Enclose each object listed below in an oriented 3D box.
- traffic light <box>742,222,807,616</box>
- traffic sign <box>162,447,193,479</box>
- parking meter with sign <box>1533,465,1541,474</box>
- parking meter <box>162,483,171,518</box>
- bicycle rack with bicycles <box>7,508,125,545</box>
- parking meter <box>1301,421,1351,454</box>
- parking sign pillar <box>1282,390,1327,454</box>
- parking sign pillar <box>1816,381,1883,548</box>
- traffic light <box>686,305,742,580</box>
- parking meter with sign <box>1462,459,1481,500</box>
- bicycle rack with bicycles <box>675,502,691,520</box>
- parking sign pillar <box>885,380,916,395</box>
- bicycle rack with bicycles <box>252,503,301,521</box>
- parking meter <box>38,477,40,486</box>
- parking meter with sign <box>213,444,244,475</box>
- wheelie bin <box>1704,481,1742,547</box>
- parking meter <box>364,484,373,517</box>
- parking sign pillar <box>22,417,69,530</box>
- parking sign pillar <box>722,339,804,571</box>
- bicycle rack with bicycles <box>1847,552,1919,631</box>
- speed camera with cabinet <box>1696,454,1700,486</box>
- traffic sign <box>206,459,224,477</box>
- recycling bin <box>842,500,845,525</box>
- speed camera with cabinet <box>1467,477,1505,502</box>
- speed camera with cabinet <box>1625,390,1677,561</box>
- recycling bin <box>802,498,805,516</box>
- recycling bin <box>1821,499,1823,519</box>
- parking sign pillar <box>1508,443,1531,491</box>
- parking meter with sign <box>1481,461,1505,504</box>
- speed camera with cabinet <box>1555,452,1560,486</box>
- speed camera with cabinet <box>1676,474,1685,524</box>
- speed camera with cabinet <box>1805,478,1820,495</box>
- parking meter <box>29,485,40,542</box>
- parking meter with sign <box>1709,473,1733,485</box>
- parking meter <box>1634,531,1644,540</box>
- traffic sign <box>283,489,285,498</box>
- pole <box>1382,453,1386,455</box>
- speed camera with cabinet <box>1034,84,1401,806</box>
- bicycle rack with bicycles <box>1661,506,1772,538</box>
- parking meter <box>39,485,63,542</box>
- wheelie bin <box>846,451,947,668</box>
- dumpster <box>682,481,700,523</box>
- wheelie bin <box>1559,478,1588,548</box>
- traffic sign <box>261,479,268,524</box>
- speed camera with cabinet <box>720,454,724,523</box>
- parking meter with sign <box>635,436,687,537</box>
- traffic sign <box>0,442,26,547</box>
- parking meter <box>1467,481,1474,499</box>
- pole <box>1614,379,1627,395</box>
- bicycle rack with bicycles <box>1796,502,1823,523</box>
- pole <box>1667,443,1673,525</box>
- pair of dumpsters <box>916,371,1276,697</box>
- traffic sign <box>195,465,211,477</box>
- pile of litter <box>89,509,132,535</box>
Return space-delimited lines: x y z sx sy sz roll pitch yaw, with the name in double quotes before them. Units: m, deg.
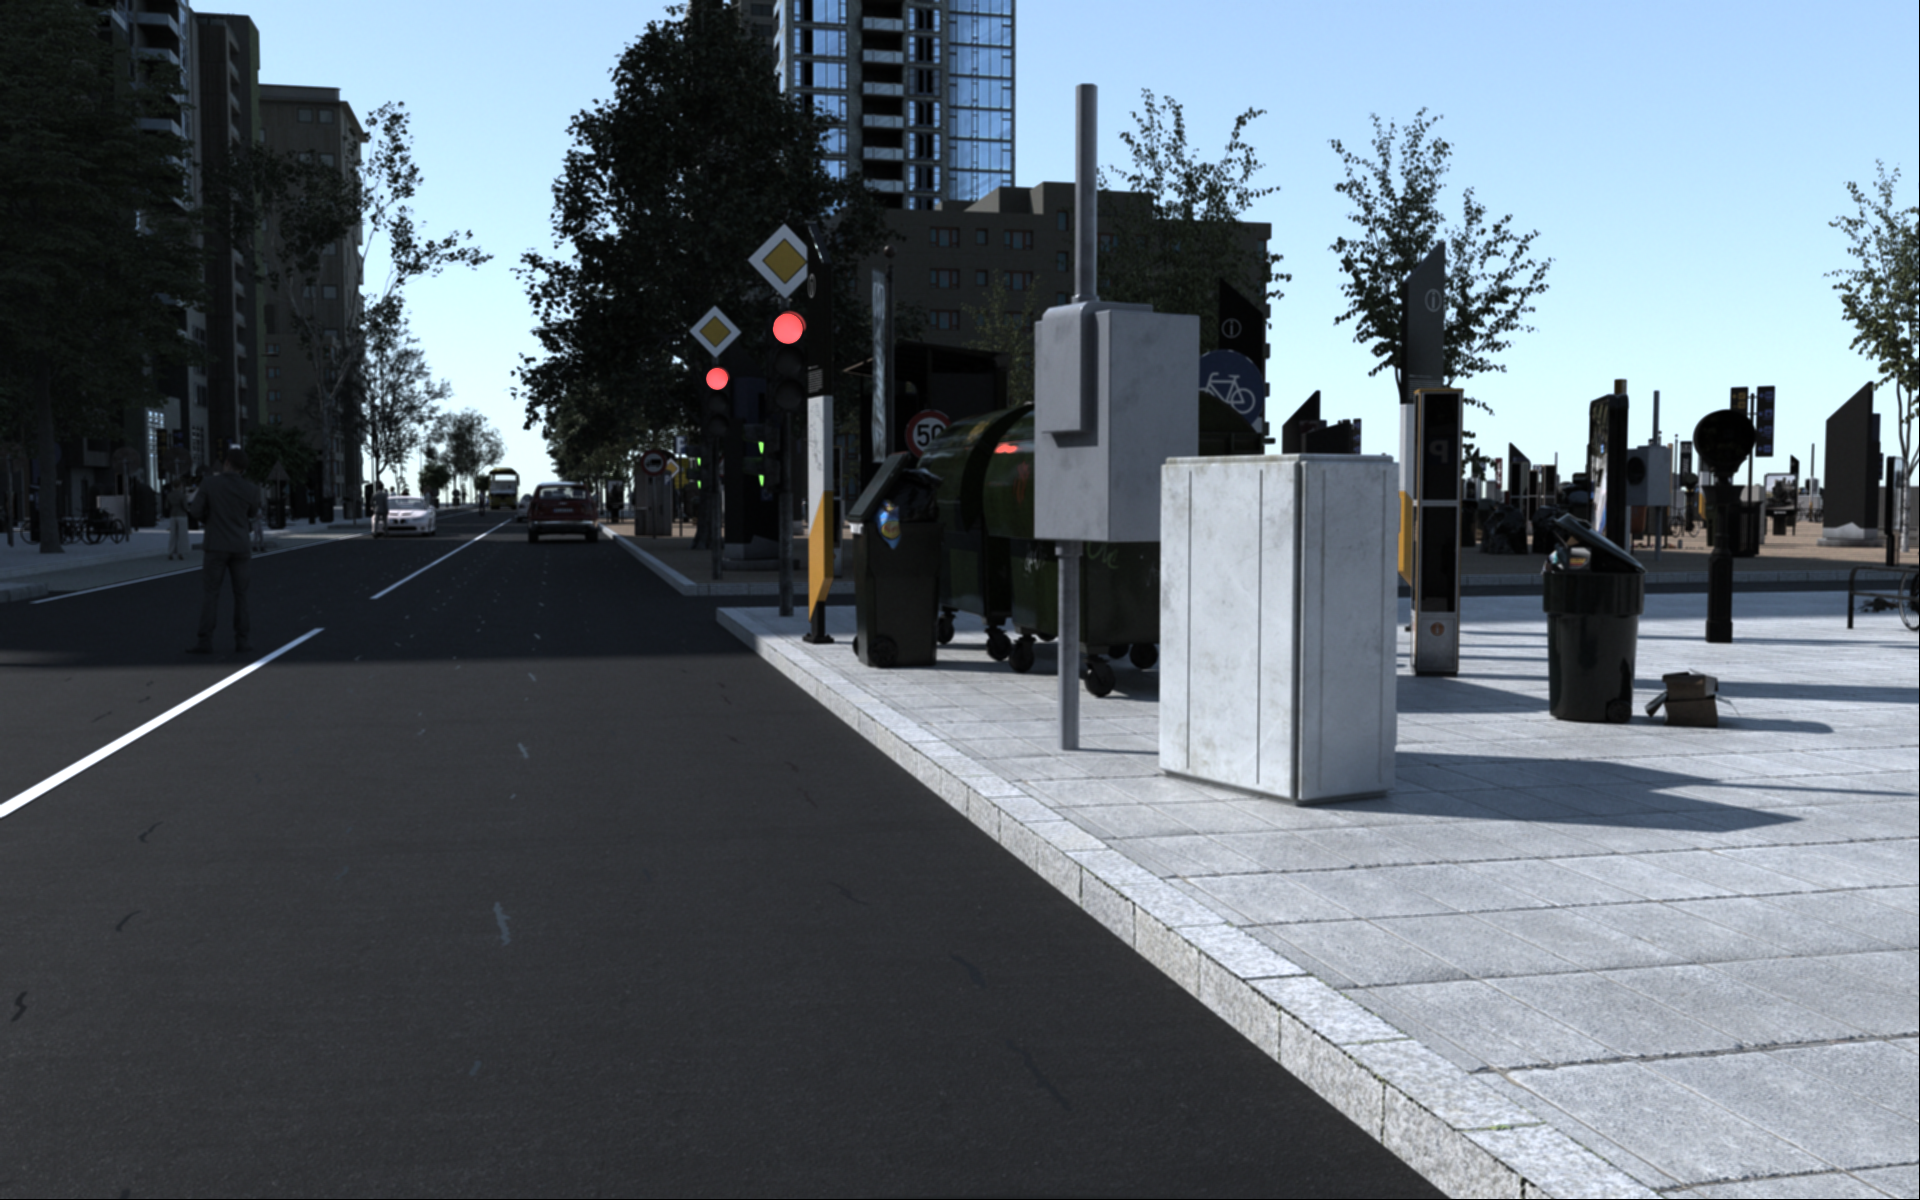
"traffic light" -1.844 -1.784 18.095 0.839 4.253 0.868 -1 4 -13
"traffic sign" -21.018 -2.840 46.547 0.768 2.556 0.104 -1 4 -13
"parking meter with sign" 34.788 -6.587 103.964 0.543 3.016 1.738 2 4 27
"parking meter" -41.807 -5.237 91.329 0.399 1.863 0.255 0 4 -3
"bicycle rack with bicycles" -22.759 -1.896 44.385 2.852 0.926 2.925 2 4 28
"parking meter" 2.911 -0.502 13.918 0.399 1.863 0.255 0 4 3
"parking sign pillar" 9.075 -3.498 45.664 1.447 3.967 1.447 -2 4 -31
"parking sign pillar" 21.681 -3.280 42.099 1.447 3.967 1.447 -1 4 -17
"traffic light" -3.663 -2.260 25.871 0.839 4.253 0.868 -1 4 -13
"parking meter with sign" 24.592 -5.457 85.488 1.738 3.016 0.543 2 4 33
"bicycle rack with bicycles" -14.117 -4.297 83.638 2.852 0.926 2.925 2 4 35
"parking sign pillar" -1.158 -2.760 33.604 1.447 3.967 1.447 -1 4 -17
"bicycle rack with bicycles" -32.695 -4.192 81.927 2.925 0.926 2.852 -1 4 -22
"parking meter" -26.712 -2.747 50.624 0.399 1.863 0.255 2 4 25
"parking meter with sign" -25.700 -3.931 60.531 1.738 3.016 0.543 3 4 39
"wheelie bin" 18.570 -2.097 42.195 0.693 1.594 0.980 0 4 -5
"parking meter" -32.890 -5.544 96.355 0.399 1.863 0.255 1 4 18
"parking sign pillar" -32.318 -4.444 61.135 1.447 3.967 1.447 2 4 32
"parking sign pillar" -3.444 -2.500 29.355 1.447 3.967 1.447 2 4 30
"bicycle rack with bicycles" 9.559 -0.151 15.855 2.852 0.926 2.925 0 4 -4
"speed camera with cabinet" 37.125 -5.598 85.871 0.660 3.252 2.038 0 4 -3
"traffic sign" -27.284 -3.895 63.693 0.884 2.594 0.081 -1 4 -13
"recycling bin" -5.258 -3.631 71.920 0.722 1.027 0.722 1 4 22
"speed camera with cabinet" 28.212 -6.011 92.617 2.038 3.252 0.660 2 4 28
"speed camera with cabinet" 12.905 -2.411 33.755 0.660 3.252 2.038 -1 4 -19
"recycling bin" -9.312 -5.469 101.969 0.722 1.027 0.722 0 4 5
"recycling bin" 42.784 -4.548 86.906 0.722 1.027 0.722 3 5 43
"parking sign pillar" 29.397 -6.263 90.880 1.447 3.967 1.447 -2 4 -28
"parking meter with sign" 27.800 -5.750 90.270 0.543 3.016 1.738 -2 4 -30
"speed camera with cabinet" 27.953 -5.383 82.347 0.660 3.252 2.038 0 4 5
"speed camera with cabinet" 30.596 -4.877 74.083 0.660 3.252 2.038 1 4 15
"speed camera with cabinet" 49.670 -6.426 99.402 2.038 3.252 0.660 2 4 35
"parking meter" -24.981 -2.354 46.900 0.372 1.533 0.369 0 3 0
"parking meter with sign" 26.740 -3.945 60.765 0.543 3.016 1.738 0 4 -4
"parking meter" 18.962 -2.611 48.408 0.255 1.863 0.399 2 4 31
"traffic sign" -29.486 -4.613 75.533 0.768 2.556 0.104 -1 4 -10
"pole" 21.123 -5.662 86.411 0.158 3.312 0.155 0 3 0
"speed camera with cabinet" 1.118 -0.834 7.980 0.660 3.252 2.038 -2 4 -30
"bicycle rack with bicycles" 22.095 -2.306 51.093 2.852 0.926 2.925 3 5 44
"parking meter" -24.274 -2.324 46.401 0.372 1.533 0.369 0 3 0
"wheelie bin" -0.471 -0.317 13.087 0.693 1.594 0.980 -1 4 -14
"dumpster" -11.817 -4.410 77.855 1.264 1.857 1.865 -1 4 -13
"wheelie bin" 12.030 -1.570 33.581 0.693 1.594 0.980 0 4 -4
"traffic sign" -30.108 -4.588 75.113 0.768 2.556 0.104 -1 4 -12
"speed camera with cabinet" -10.113 -4.977 75.713 0.660 3.252 2.038 -2 4 -25
"parking meter with sign" -9.112 -3.437 52.449 1.738 3.016 0.543 2 4 30
"traffic sign" -23.084 -2.568 42.086 0.768 2.556 0.104 0 4 -6
"parking meter" 23.356 -4.498 79.260 0.255 1.863 0.399 0 4 1
"pole" 11.725 -2.262 30.832 0.158 3.312 0.155 0 3 0
"bicycle rack with bicycles" 40.369 -4.372 84.867 2.925 0.926 2.852 -2 4 -35
"pole" 28.574 -4.642 69.744 0.158 3.312 0.155 0 3 0
"pair of dumpsters" 0.832 -0.638 12.931 1.574 2.255 4.437 -1 4 -13
"traffic sign" -32.811 -4.591 75.172 0.768 2.556 0.104 0 4 -4
"pile of litter" -27.157 -2.525 55.241 1.176 0.858 1.719 -3 5 -44
